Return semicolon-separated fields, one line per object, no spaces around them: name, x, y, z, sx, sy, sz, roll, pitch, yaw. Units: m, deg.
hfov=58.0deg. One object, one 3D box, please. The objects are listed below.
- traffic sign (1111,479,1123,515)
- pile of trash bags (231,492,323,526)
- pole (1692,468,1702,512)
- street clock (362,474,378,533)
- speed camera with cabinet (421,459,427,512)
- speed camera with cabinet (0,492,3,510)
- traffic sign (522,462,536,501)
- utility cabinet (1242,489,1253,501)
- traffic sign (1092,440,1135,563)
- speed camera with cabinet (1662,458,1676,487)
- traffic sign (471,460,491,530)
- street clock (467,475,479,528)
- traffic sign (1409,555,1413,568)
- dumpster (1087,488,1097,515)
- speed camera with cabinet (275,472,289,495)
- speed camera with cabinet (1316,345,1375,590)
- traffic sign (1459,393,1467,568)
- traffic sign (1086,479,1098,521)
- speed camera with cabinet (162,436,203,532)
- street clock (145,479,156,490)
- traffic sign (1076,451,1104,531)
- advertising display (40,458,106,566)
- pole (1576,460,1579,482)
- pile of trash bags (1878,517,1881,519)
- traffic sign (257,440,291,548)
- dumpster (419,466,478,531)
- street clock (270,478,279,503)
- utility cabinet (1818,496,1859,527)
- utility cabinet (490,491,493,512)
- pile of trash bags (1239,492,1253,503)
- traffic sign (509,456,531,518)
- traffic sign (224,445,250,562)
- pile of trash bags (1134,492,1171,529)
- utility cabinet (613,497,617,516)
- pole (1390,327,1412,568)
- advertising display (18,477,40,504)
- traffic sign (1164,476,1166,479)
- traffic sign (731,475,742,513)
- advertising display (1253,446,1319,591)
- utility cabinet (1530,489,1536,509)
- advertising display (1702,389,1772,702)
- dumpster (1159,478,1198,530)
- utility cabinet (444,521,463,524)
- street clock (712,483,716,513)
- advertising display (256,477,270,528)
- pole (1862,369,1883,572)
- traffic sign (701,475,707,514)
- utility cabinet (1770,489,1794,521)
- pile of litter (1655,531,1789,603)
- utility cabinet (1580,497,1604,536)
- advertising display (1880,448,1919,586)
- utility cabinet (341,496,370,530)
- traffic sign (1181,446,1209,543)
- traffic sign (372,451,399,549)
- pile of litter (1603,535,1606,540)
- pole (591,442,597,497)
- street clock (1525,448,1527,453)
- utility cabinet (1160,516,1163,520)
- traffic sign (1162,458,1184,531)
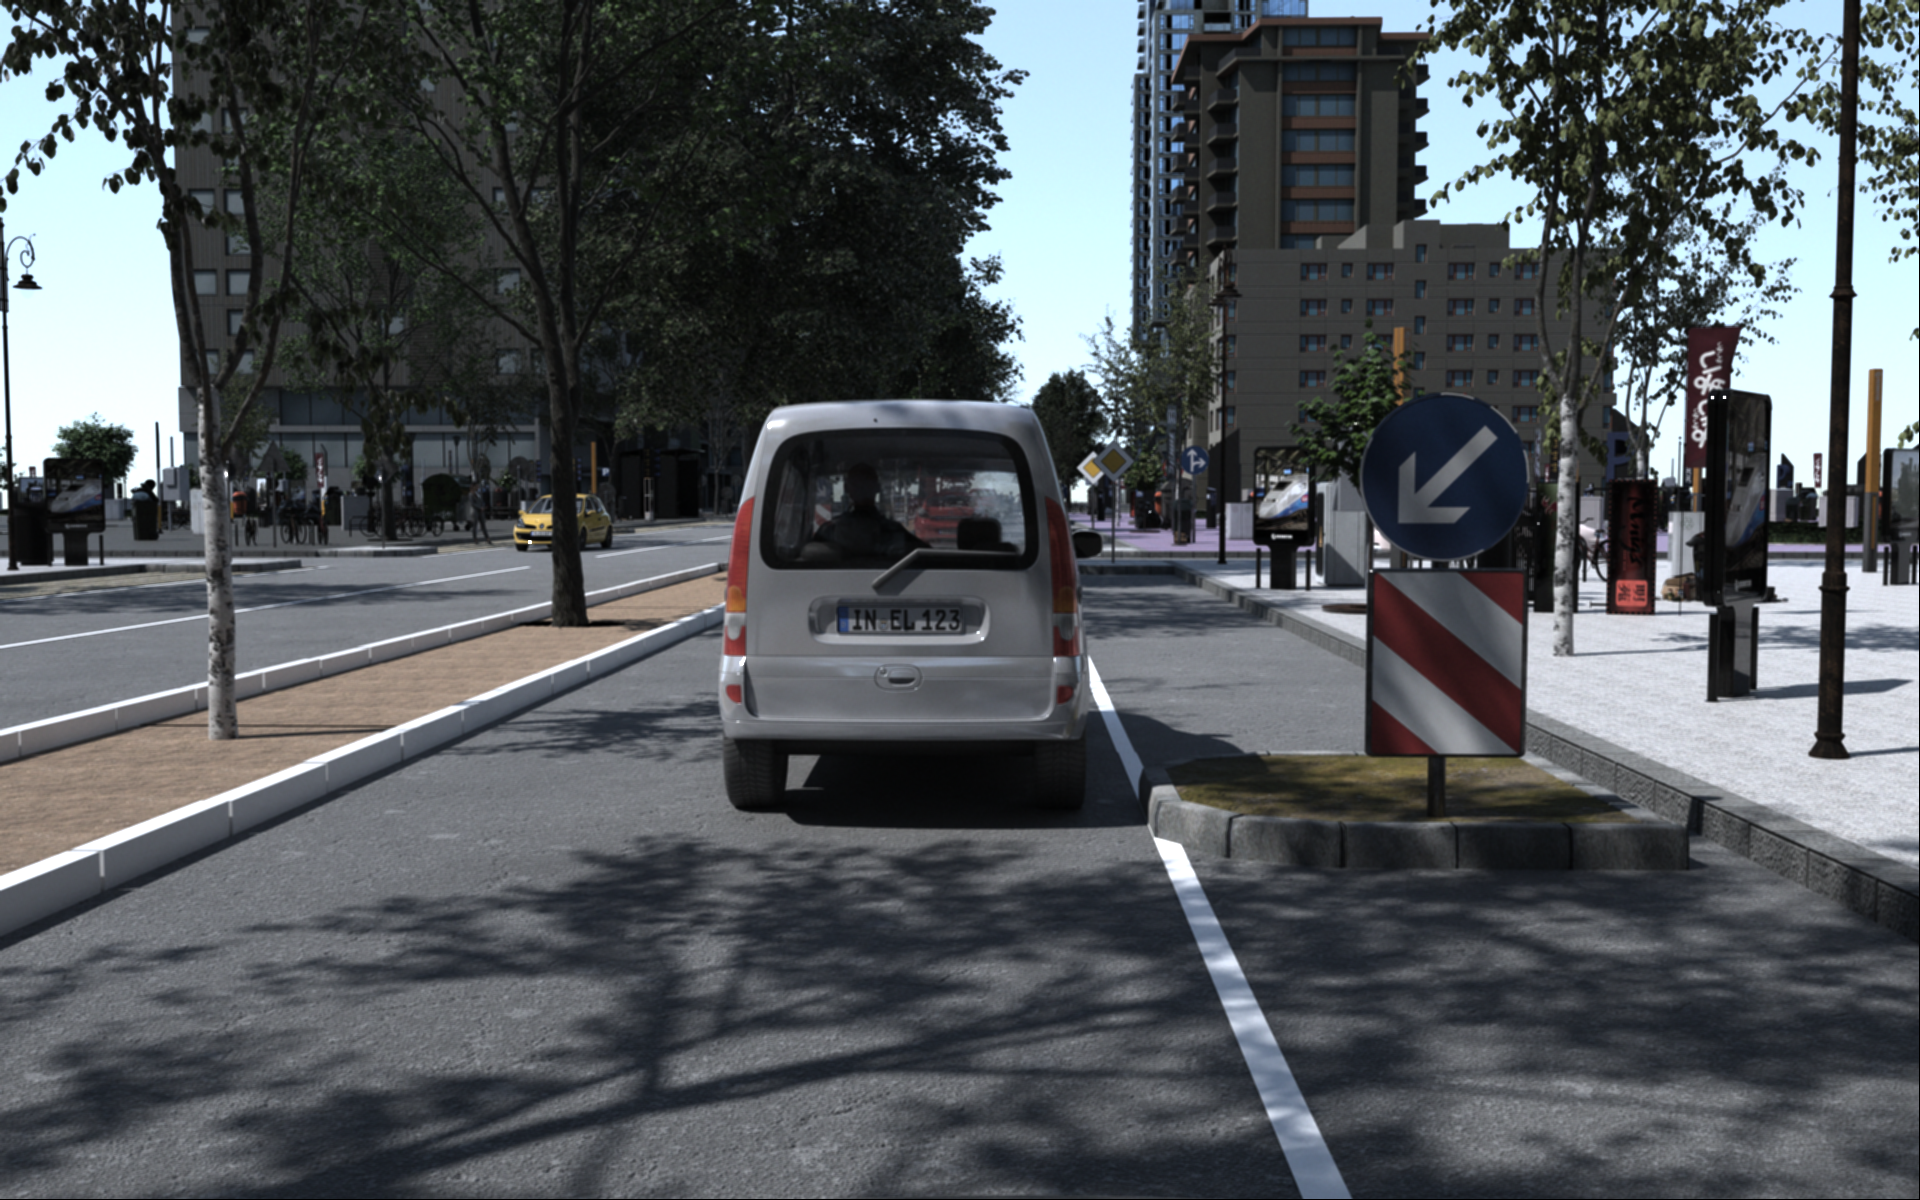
traffic sign;8.079;-5.359;87.624;0.884;2.594;0.081;1;4;10
pile of trash bags;-27.896;-3.718;70.536;3.447;1.369;1.912;-3;5;-45
pole;17.990;-2.960;42.245;0.158;3.312;0.155;0;3;0
street clock;-19.627;-3.250;57.700;0.471;2.002;0.358;1;4;12
speed camera with cabinet;-29.984;-6.323;97.721;0.660;3.252;2.038;-1;4;-22
speed camera with cabinet;-64.702;-7.368;114.799;0.660;3.252;2.038;3;5;40
traffic sign;-16.967;-4.142;67.828;0.768;2.556;0.104;1;4;10
utility cabinet;12.625;-4.087;75.505;0.318;1.500;1.173;2;4;31
traffic sign;2.848;-1.745;32.171;0.795;2.450;0.064;0;4;2
speed camera with cabinet;38.991;-6.202;95.735;0.660;3.252;2.038;1;4;9
traffic sign;-17.135;-3.783;61.952;0.768;2.556;0.104;0;4;8
street clock;-18.503;-3.742;65.748;0.471;2.002;0.358;-2;4;-28
traffic sign;6.638;-1.426;25.440;0.606;2.300;0.079;0;4;8
dumpster;8.305;-6.038;104.482;1.264;1.857;1.865;0;4;2
speed camera with cabinet;-42.193;-7.011;108.972;0.660;3.252;2.038;1;4;16
speed camera with cabinet;5.329;-1.803;23.820;0.660;3.252;2.038;0;4;4
traffic sign;6.470;-1.364;22.306;0.884;2.594;0.081;0;4;6
traffic sign;6.320;-4.951;83.085;0.606;2.300;0.079;1;4;9
speed camera with cabinet;-26.268;-3.978;59.379;2.038;3.252;0.660;1;4;13
street clock;-39.858;-4.936;85.278;0.471;2.002;0.358;-3;5;-42
traffic sign;3.085;-2.233;40.153;0.795;2.450;0.064;0;4;2
advertising display;-15.825;-1.575;30.964;0.974;1.923;0.123;-3;5;-40
pole;37.236;-6.774;104.604;0.158;3.312;0.155;0;3;0
pile of trash bags;54.844;-5.527;100.125;3.447;1.369;1.912;-1;4;-9
traffic sign;-16.429;-2.536;41.466;0.884;2.594;0.081;1;4;11
dumpster;-17.758;-3.525;60.127;1.502;2.255;1.985;0;4;2
street clock;-31.656;-4.604;79.849;0.471;2.002;0.358;0;4;-6
utility cabinet;25.614;-2.406;50.502;0.306;1.237;1.020;-3;5;-41
utility cabinet;-30.550;-6.346;112.440;0.318;1.500;1.173;2;4;34
pile of trash bags;10.734;-3.149;61.243;1.912;1.369;3.447;0;4;-4
traffic sign;-14.895;-3.576;58.572;0.768;2.556;0.104;0;4;8
traffic sign;-13.789;-1.776;32.685;0.795;2.450;0.064;0;4;2
pile of trash bags;7.559;-3.414;65.574;1.912;1.369;3.447;0;4;5
utility cabinet;-19.688;-5.522;98.961;0.318;1.500;1.173;2;4;31
pole;5.422;-1.680;21.308;0.158;3.312;0.155;0;3;0
advertising display;-34.821;-3.658;65.029;0.123;1.923;0.974;3;4;36
traffic sign;9.061;-4.520;74.012;0.768;2.556;0.104;0;4;3
traffic sign;-14.954;-7.080;115.860;0.768;2.556;0.104;0;4;4
advertising display;4.346;-1.103;23.245;0.123;1.923;0.974;-3;5;-40
utility cabinet;24.007;-3.882;72.145;1.173;1.500;0.318;-3;5;-41
advertising display;4.926;-0.353;10.981;0.123;1.923;0.974;3;5;40
dumpster;7.862;-3.454;62.233;1.264;1.857;1.865;0;4;2
utility cabinet;-22.039;-3.912;75.128;1.020;1.237;0.306;2;4;27
street clock;-16.426;-6.823;116.123;0.358;2.002;0.471;-3;5;-43
advertising display;-26.666;-3.735;66.282;0.123;1.923;0.974;-3;5;-44
pole;14.918;-2.108;28.309;0.158;3.312;0.155;0;3;0
traffic sign;-17.050;-6.966;114.006;0.768;2.556;0.104;0;4;6
utility cabinet;34.817;-3.956;73.357;1.173;1.500;0.318;-2;4;-30
pile of litter;9.035;-0.426;20.930;1.719;0.858;1.176;3;4;38
utility cabinet;15.148;-1.902;42.258;1.020;1.237;0.306;2;4;35
advertising display;13.333;-1.181;24.517;0.974;1.923;0.123;-3;4;-37
utility cabinet;-21.490;-3.092;61.716;1.020;1.237;0.306;-2;4;-34
traffic sign;6.178;-2.789;45.709;0.768;2.556;0.104;0;4;2
traffic sign;-13.552;-2.264;40.666;0.795;2.450;0.064;0;4;2
pile of litter;17.315;-2.080;47.974;1.719;0.858;1.176;-1;4;-15
pole;-14.312;-4.522;67.779;0.158;3.312;0.155;0;3;0
street clock;6.836;-1.052;21.767;0.471;2.002;0.358;0;4;-3
utility cabinet;9.562;-4.357;82.393;0.306;1.237;1.020;0;4;-2
traffic sign;7.348;-3.651;59.799;0.768;2.556;0.104;1;4;9
